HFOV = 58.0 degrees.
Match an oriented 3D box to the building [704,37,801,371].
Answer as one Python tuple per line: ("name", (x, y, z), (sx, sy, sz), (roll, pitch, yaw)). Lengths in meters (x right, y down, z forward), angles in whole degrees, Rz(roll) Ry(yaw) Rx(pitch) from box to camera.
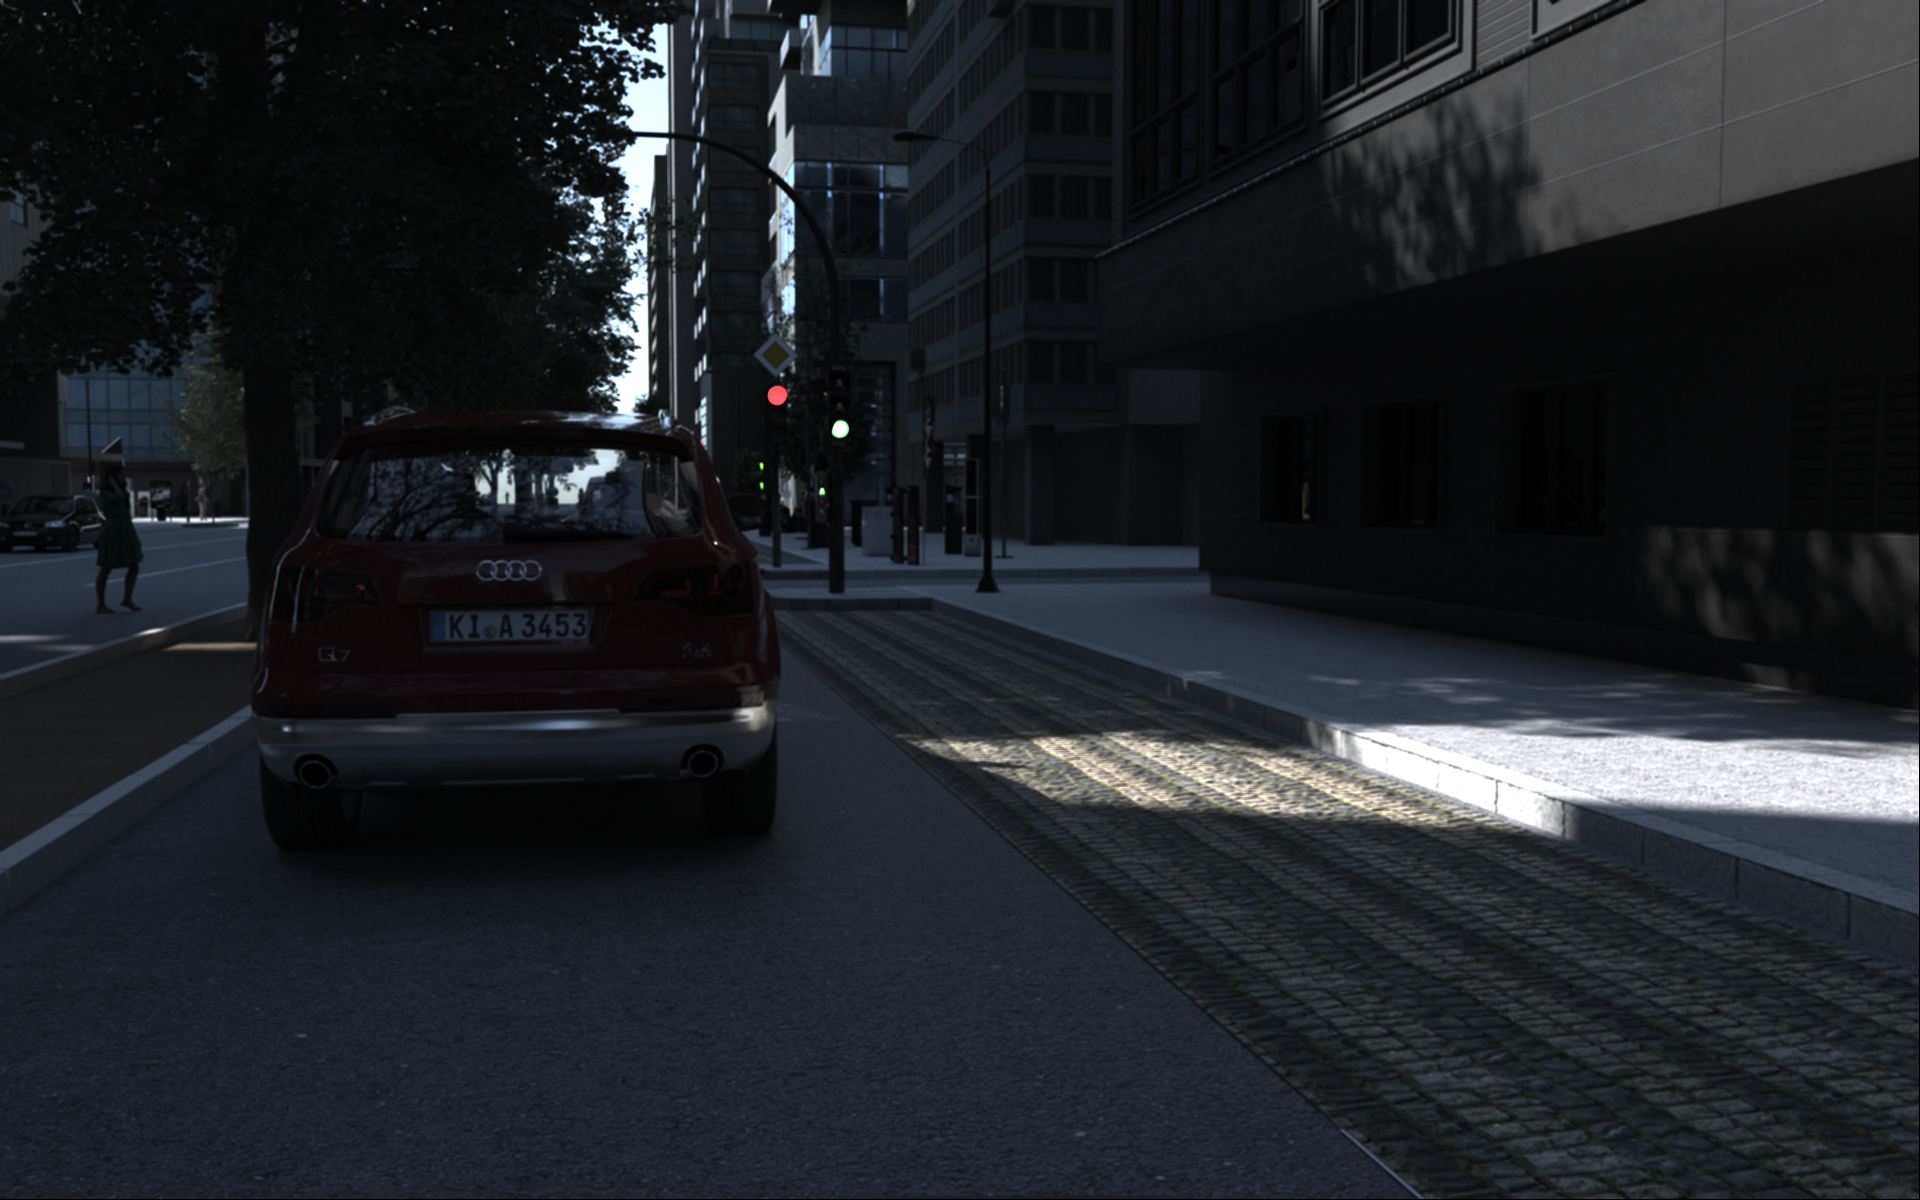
("building", (-9.911, -20.986, 114.815), (14.160, 30.474, 14.107), (-1, 4, -11))

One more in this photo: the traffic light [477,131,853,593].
("traffic light", (-3.662, -2.884, 21.822), (4.771, 5.953, 1.251), (-1, 4, -11))

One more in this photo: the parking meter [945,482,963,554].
("parking meter", (-0.136, -1.747, 36.968), (0.372, 1.533, 0.369), (0, 3, 0))

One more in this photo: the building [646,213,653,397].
("building", (-38.894, -34.950, 255.027), (14.154, 41.232, 14.086), (-1, 4, -11))

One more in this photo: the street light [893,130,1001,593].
("street light", (-0.168, -3.050, 22.408), (1.470, 5.913, 1.316), (-1, 4, -11))

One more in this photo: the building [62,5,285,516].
("building", (-49.331, -27.812, 104.833), (14.600, 45.320, 14.200), (-1, 4, -11))

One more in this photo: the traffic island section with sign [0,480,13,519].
("traffic island section with sign", (-27.085, -2.448, 48.649), (1.989, 1.847, 2.006), (-1, 4, -11))

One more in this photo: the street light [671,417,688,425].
("street light", (-16.884, -8.042, 104.030), (1.470, 5.913, 1.316), (-1, 4, -11))

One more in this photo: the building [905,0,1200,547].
("building", (11.574, -21.882, 49.651), (23.993, 40.220, 32.217), (-1, 4, -11))

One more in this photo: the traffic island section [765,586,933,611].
("traffic island section", (-1.588, -0.013, 22.501), (2.009, 0.180, 2.903), (-1, 4, -11))

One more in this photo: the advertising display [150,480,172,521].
("advertising display", (-37.857, -4.701, 82.079), (0.974, 1.923, 0.123), (0, 4, -4))

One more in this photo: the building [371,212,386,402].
("building", (-59.270, -23.365, 153.722), (14.160, 30.474, 14.107), (-1, 4, -11))

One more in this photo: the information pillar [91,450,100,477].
("information pillar", (-46.260, -6.203, 92.773), (0.183, 3.616, 0.504), (2, 4, 34))

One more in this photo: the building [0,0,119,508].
("building", (-49.032, -28.949, 62.551), (28.713, 52.752, 27.495), (-1, 4, -11))

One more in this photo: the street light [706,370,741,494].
("street light", (-8.824, -5.662, 65.114), (1.470, 5.913, 1.316), (-1, 4, -11))

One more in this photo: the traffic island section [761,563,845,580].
("traffic island section", (-3.184, -0.492, 30.325), (2.009, 0.180, 2.903), (-1, 4, -11))

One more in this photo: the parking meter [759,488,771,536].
("parking meter", (-5.917, -2.700, 52.553), (0.372, 1.533, 0.369), (0, 3, 0))

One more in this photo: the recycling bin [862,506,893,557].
("recycling bin", (-1.611, -1.423, 35.823), (0.722, 1.027, 0.722), (-1, 4, -15))

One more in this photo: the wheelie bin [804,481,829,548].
("wheelie bin", (-3.307, -2.046, 41.355), (0.693, 1.594, 0.980), (3, 4, 36))

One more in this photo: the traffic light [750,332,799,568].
("traffic light", (-3.225, -2.525, 30.203), (0.839, 4.253, 0.868), (-1, 4, -11))

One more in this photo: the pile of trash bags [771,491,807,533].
("pile of trash bags", (-5.341, -2.904, 57.228), (1.912, 1.369, 3.447), (-1, 4, -19))

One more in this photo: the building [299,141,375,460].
("building", (-55.956, -22.501, 139.591), (14.160, 30.474, 14.107), (-1, 4, -11))

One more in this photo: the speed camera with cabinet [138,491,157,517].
("speed camera with cabinet", (-45.792, -6.251, 96.547), (2.038, 3.252, 0.660), (0, 4, -7))

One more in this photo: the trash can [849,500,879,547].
("trash can", (-2.354, -1.880, 42.395), (0.748, 1.137, 0.748), (0, 3, 0))

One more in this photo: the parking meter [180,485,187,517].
("parking meter", (-44.249, -5.696, 98.841), (0.399, 1.863, 0.255), (-2, 4, -31))

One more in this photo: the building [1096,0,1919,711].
("building", (10.804, -13.294, 10.866), (14.314, 27.812, 24.014), (-1, 4, -11))

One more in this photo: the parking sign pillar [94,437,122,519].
("parking sign pillar", (-40.062, -5.688, 81.477), (1.447, 3.967, 1.447), (1, 4, 21))

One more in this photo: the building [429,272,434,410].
("building", (-71.658, -27.087, 214.576), (14.160, 30.474, 14.107), (-1, 4, -11))

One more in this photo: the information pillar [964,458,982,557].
("information pillar", (0.270, -1.901, 35.577), (0.304, 2.012, 0.304), (1, 4, 14))

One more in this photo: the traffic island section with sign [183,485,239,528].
("traffic island section with sign", (-32.506, -4.075, 75.255), (1.989, 1.847, 2.006), (-1, 4, -11))

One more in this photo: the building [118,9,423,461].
("building", (-74.316, -36.863, 191.952), (28.713, 52.752, 27.495), (-1, 4, -11))

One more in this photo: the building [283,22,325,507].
("building", (-55.714, -41.735, 120.613), (20.563, 71.187, 20.611), (-1, 4, -11))

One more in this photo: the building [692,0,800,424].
("building", (-9.514, -31.661, 137.273), (23.786, 49.044, 30.456), (-1, 4, -11))

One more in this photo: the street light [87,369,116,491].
("street light", (-31.784, -5.620, 64.421), (1.470, 5.913, 1.316), (-1, 4, -11))

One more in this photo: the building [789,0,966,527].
("building", (-0.526, -47.052, 81.969), (22.319, 86.520, 31.000), (-1, 4, -11))

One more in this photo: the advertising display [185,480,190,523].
("advertising display", (-34.869, -4.464, 78.206), (0.123, 1.923, 0.974), (-1, 4, -20))

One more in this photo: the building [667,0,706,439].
("building", (-17.194, -38.123, 165.303), (21.231, 58.520, 28.212), (-1, 4, -11))

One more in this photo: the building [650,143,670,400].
("building", (-31.095, -37.513, 237.032), (21.300, 48.544, 21.600), (-1, 4, -11))

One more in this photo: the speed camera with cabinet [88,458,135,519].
("speed camera with cabinet", (-43.363, -5.758, 88.487), (0.660, 3.252, 2.038), (3, 5, 43))

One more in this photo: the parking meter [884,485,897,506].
("parking meter", (-1.893, -2.377, 47.268), (0.372, 1.533, 0.369), (0, 3, 0))
